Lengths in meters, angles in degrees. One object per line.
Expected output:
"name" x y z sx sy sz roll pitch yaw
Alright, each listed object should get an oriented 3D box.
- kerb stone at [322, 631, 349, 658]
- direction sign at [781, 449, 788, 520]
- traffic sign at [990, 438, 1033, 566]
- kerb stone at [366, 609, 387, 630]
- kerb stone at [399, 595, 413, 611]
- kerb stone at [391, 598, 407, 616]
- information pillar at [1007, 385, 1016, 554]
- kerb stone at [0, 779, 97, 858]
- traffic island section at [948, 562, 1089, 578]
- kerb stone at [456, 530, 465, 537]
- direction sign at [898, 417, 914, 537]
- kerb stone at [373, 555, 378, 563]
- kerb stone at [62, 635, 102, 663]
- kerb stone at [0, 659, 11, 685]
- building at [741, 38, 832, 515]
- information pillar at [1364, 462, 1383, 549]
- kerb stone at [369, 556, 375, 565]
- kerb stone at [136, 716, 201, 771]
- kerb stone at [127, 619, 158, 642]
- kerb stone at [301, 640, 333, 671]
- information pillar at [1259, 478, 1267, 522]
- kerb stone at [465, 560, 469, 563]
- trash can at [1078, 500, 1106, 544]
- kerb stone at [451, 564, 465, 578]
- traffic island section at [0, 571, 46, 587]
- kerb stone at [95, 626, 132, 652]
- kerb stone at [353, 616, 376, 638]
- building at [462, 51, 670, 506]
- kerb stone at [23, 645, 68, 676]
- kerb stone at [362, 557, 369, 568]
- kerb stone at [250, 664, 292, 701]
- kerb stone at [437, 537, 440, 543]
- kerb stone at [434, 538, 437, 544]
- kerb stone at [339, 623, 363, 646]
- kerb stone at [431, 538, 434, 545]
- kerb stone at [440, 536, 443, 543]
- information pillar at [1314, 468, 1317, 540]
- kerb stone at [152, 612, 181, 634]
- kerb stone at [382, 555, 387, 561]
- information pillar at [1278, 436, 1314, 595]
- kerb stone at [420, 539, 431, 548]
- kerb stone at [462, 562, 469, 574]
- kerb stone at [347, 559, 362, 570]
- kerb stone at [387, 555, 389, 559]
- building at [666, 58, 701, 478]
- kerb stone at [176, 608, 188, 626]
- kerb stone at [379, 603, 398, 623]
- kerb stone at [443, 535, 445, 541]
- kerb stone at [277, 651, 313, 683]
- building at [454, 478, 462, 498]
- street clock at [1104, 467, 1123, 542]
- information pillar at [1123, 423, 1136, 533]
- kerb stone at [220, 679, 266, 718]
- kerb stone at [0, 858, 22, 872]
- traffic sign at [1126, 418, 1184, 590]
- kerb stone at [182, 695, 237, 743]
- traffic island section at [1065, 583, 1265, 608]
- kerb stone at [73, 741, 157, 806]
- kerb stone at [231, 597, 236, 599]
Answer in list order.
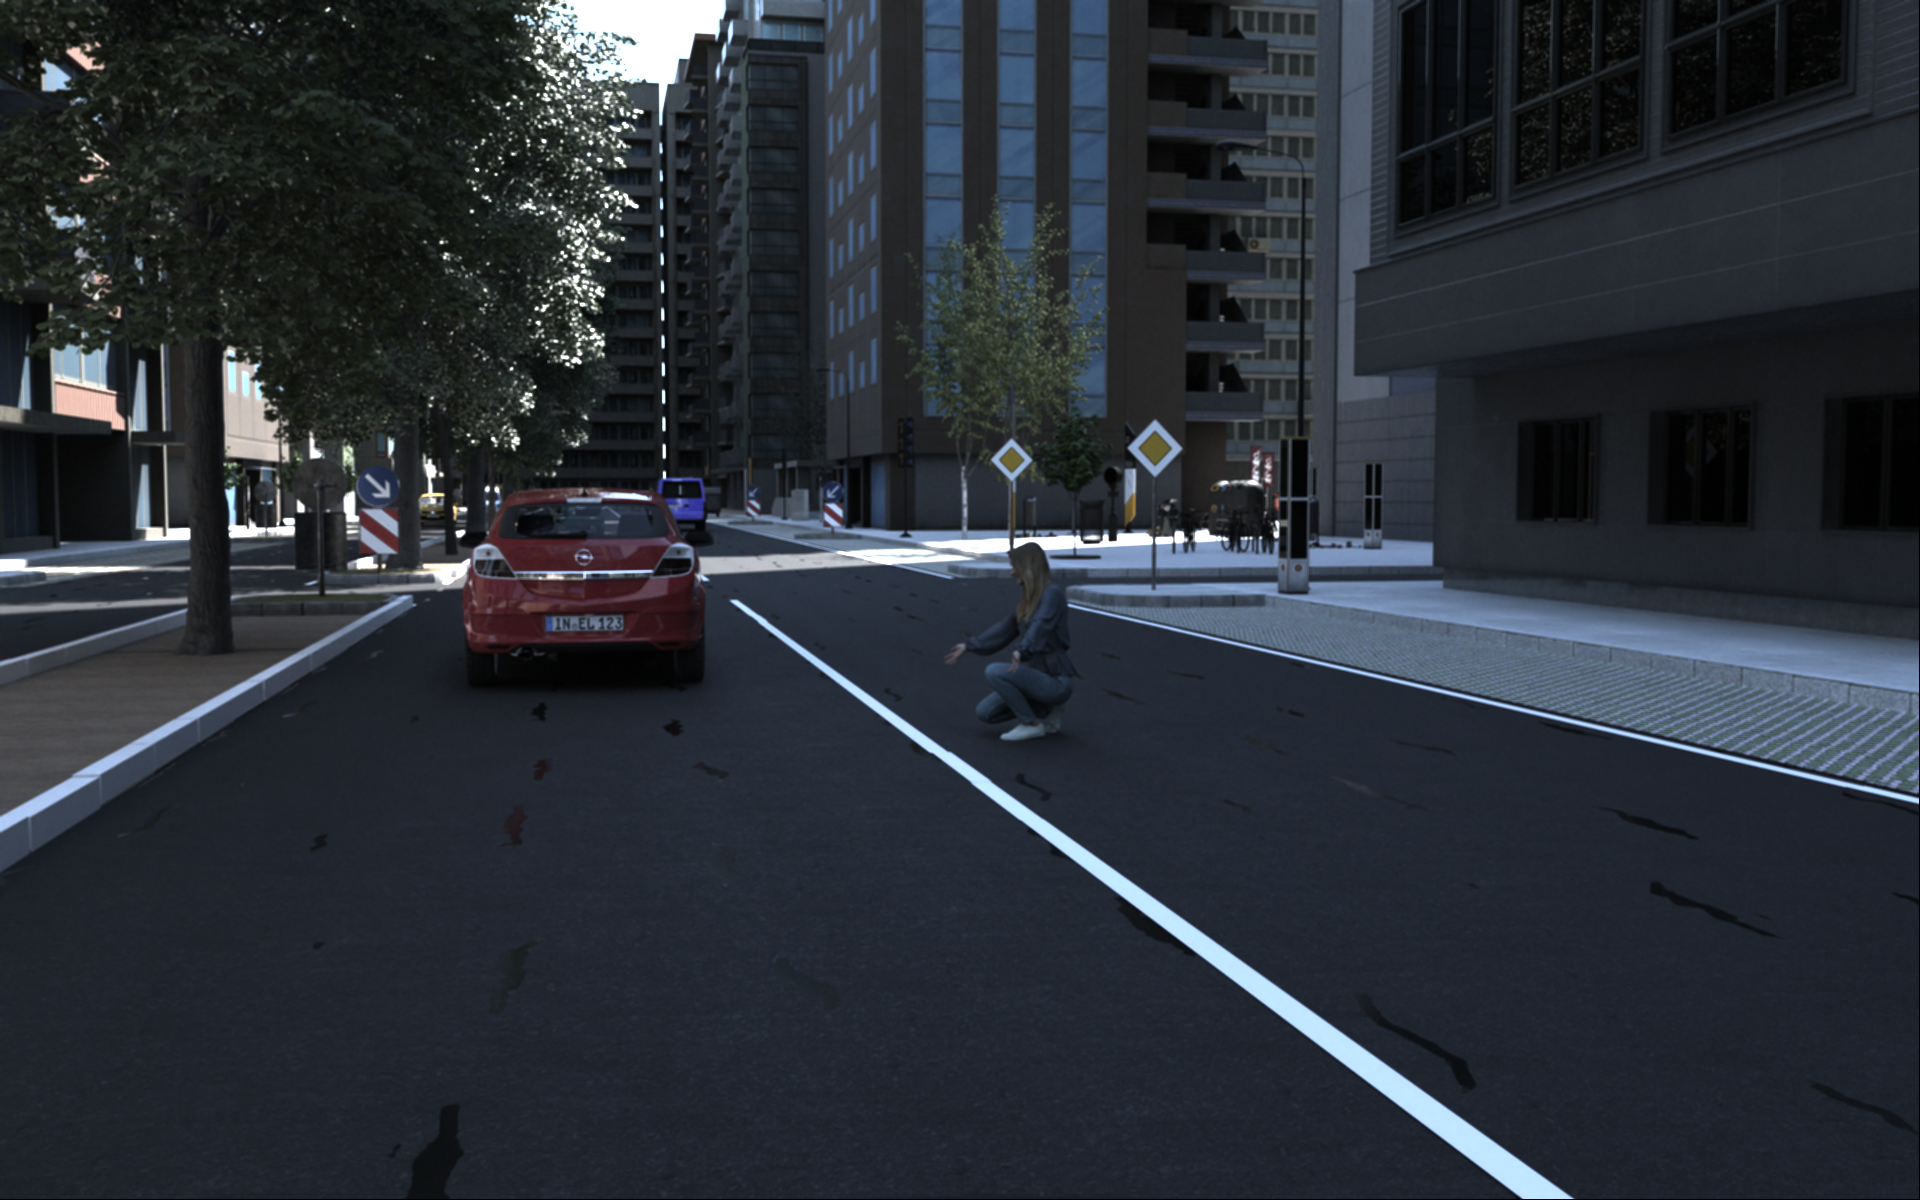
"kerb stone" -5.599 0.414 15.429 0.120 0.150 1.000 -1 4 -12
"direction sign" -8.774 -5.784 86.564 0.379 3.537 0.876 0 4 6
"traffic sign" 0.914 -1.667 30.892 0.795 2.450 0.064 -1 4 -12
"kerb stone" -6.249 0.230 18.438 0.120 0.150 1.000 -1 4 -12
"kerb stone" -6.885 0.046 21.445 0.120 0.150 1.000 -1 4 -12
"kerb stone" -6.675 0.116 20.442 0.120 0.150 1.000 -1 4 -12
"information pillar" 1.122 -2.800 37.139 0.183 3.616 0.504 0 4 -5
"kerb stone" -3.874 0.912 7.395 0.120 0.150 1.000 -1 4 -12
"traffic island section" 0.935 -0.532 30.974 2.009 0.180 2.903 -1 4 -12
"kerb stone" -17.208 -2.289 59.622 0.120 0.150 1.000 -1 4 -12
"direction sign" -1.612 -3.637 51.464 0.379 3.537 0.876 -2 4 -32
"kerb stone" -12.060 -0.818 35.565 0.120 0.150 1.000 -1 4 -12
"kerb stone" -7.660 0.443 15.007 0.120 0.150 1.000 -1 4 -12
"kerb stone" -7.232 0.562 13.000 0.120 0.150 1.000 -1 4 -12
"building" -7.581 -21.000 115.049 14.160 30.474 14.107 -1 4 -12
"information pillar" 9.644 -2.197 40.415 0.304 2.012 0.304 -2 4 -32
"kerb stone" -11.847 -0.748 34.554 0.120 0.150 1.000 -1 4 -12
"kerb stone" -4.312 0.783 9.402 0.120 0.150 1.000 -1 4 -12
"kerb stone" -8.090 0.319 17.005 0.120 0.150 1.000 -1 4 -12
"kerb stone" -5.385 0.475 14.426 0.120 0.150 1.000 -1 4 -12
"information pillar" 13.895 -4.587 79.496 0.304 2.012 0.304 -1 4 -21
"kerb stone" -9.146 -0.596 31.995 0.120 0.150 1.000 -1 4 -12
"trash can" 3.392 -2.014 44.582 0.748 1.137 0.748 0 3 0
"kerb stone" -8.721 -0.476 29.986 0.120 0.150 1.000 -1 4 -12
"traffic island section" -15.829 -0.313 27.404 2.009 0.180 2.903 -1 4 -12
"kerb stone" -7.874 0.379 16.006 0.120 0.150 1.000 -1 4 -12
"kerb stone" -6.033 0.294 17.432 0.120 0.150 1.000 -1 4 -12
"building" -44.416 -34.864 193.721 21.600 48.544 21.300 -1 4 -12
"kerb stone" -7.446 0.504 14.006 0.120 0.150 1.000 -1 4 -12
"kerb stone" -11.629 -0.695 33.555 0.120 0.150 1.000 -1 4 -12
"kerb stone" -4.956 0.598 12.417 0.120 0.150 1.000 -1 4 -12
"kerb stone" -15.069 -1.671 49.601 0.120 0.150 1.000 -1 4 -12
"kerb stone" -14.851 -1.613 48.602 0.120 0.150 1.000 -1 4 -12
"kerb stone" -5.818 0.356 16.433 0.120 0.150 1.000 -1 4 -12
"kerb stone" -14.635 -1.554 47.598 0.120 0.150 1.000 -1 4 -12
"kerb stone" -15.283 -1.736 50.601 0.120 0.150 1.000 -1 4 -12
"information pillar" 9.689 -2.665 48.064 0.304 2.012 0.304 2 4 35
"kerb stone" -8.301 0.256 18.005 0.120 0.150 1.000 -1 4 -12
"kerb stone" -12.276 -0.879 36.565 0.120 0.150 1.000 -1 4 -12
"information pillar" 4.284 -1.084 22.214 0.304 2.012 0.304 -1 4 -15
"kerb stone" -14.417 -1.492 46.585 0.120 0.150 1.000 -1 4 -12
"kerb stone" -8.928 -0.538 30.990 0.120 0.150 1.000 -1 4 -12
"kerb stone" -11.417 -0.633 32.550 0.120 0.150 1.000 -1 4 -12
"kerb stone" -12.493 -0.940 37.564 0.120 0.150 1.000 -1 4 -12
"building" -23.175 -35.145 198.320 21.600 48.544 21.300 -1 4 -12
"kerb stone" -8.523 0.197 19.010 0.120 0.150 1.000 -1 4 -12
"kerb stone" -6.458 0.173 19.439 0.120 0.150 1.000 -1 4 -12
"kerb stone" -15.487 -1.799 51.602 0.120 0.150 1.000 -1 4 -12
"kerb stone" -5.172 0.538 13.416 0.120 0.150 1.000 -1 4 -12
"building" -67.882 -30.697 193.774 23.993 40.220 32.217 -1 4 -12
"street clock" 4.107 -2.565 46.500 0.471 2.002 0.358 3 5 44
"information pillar" 5.564 -3.996 56.690 0.183 3.616 0.504 -2 4 -32
"kerb stone" -4.747 0.663 11.411 0.120 0.150 1.000 -1 4 -12
"kerb stone" -3.661 0.966 6.395 0.120 0.150 1.000 -1 4 -12
"traffic sign" 2.586 -1.189 23.084 0.795 2.450 0.064 -1 4 -12
"kerb stone" -4.526 0.721 10.408 0.120 0.150 1.000 -1 4 -12
"traffic island section" 2.607 -0.054 23.166 2.009 0.180 2.903 -1 4 -12
"kerb stone" -4.095 0.844 8.403 0.120 0.150 1.000 -1 4 -12
"kerb stone" -8.942 0.072 21.016 0.120 0.150 1.000 -1 4 -12
